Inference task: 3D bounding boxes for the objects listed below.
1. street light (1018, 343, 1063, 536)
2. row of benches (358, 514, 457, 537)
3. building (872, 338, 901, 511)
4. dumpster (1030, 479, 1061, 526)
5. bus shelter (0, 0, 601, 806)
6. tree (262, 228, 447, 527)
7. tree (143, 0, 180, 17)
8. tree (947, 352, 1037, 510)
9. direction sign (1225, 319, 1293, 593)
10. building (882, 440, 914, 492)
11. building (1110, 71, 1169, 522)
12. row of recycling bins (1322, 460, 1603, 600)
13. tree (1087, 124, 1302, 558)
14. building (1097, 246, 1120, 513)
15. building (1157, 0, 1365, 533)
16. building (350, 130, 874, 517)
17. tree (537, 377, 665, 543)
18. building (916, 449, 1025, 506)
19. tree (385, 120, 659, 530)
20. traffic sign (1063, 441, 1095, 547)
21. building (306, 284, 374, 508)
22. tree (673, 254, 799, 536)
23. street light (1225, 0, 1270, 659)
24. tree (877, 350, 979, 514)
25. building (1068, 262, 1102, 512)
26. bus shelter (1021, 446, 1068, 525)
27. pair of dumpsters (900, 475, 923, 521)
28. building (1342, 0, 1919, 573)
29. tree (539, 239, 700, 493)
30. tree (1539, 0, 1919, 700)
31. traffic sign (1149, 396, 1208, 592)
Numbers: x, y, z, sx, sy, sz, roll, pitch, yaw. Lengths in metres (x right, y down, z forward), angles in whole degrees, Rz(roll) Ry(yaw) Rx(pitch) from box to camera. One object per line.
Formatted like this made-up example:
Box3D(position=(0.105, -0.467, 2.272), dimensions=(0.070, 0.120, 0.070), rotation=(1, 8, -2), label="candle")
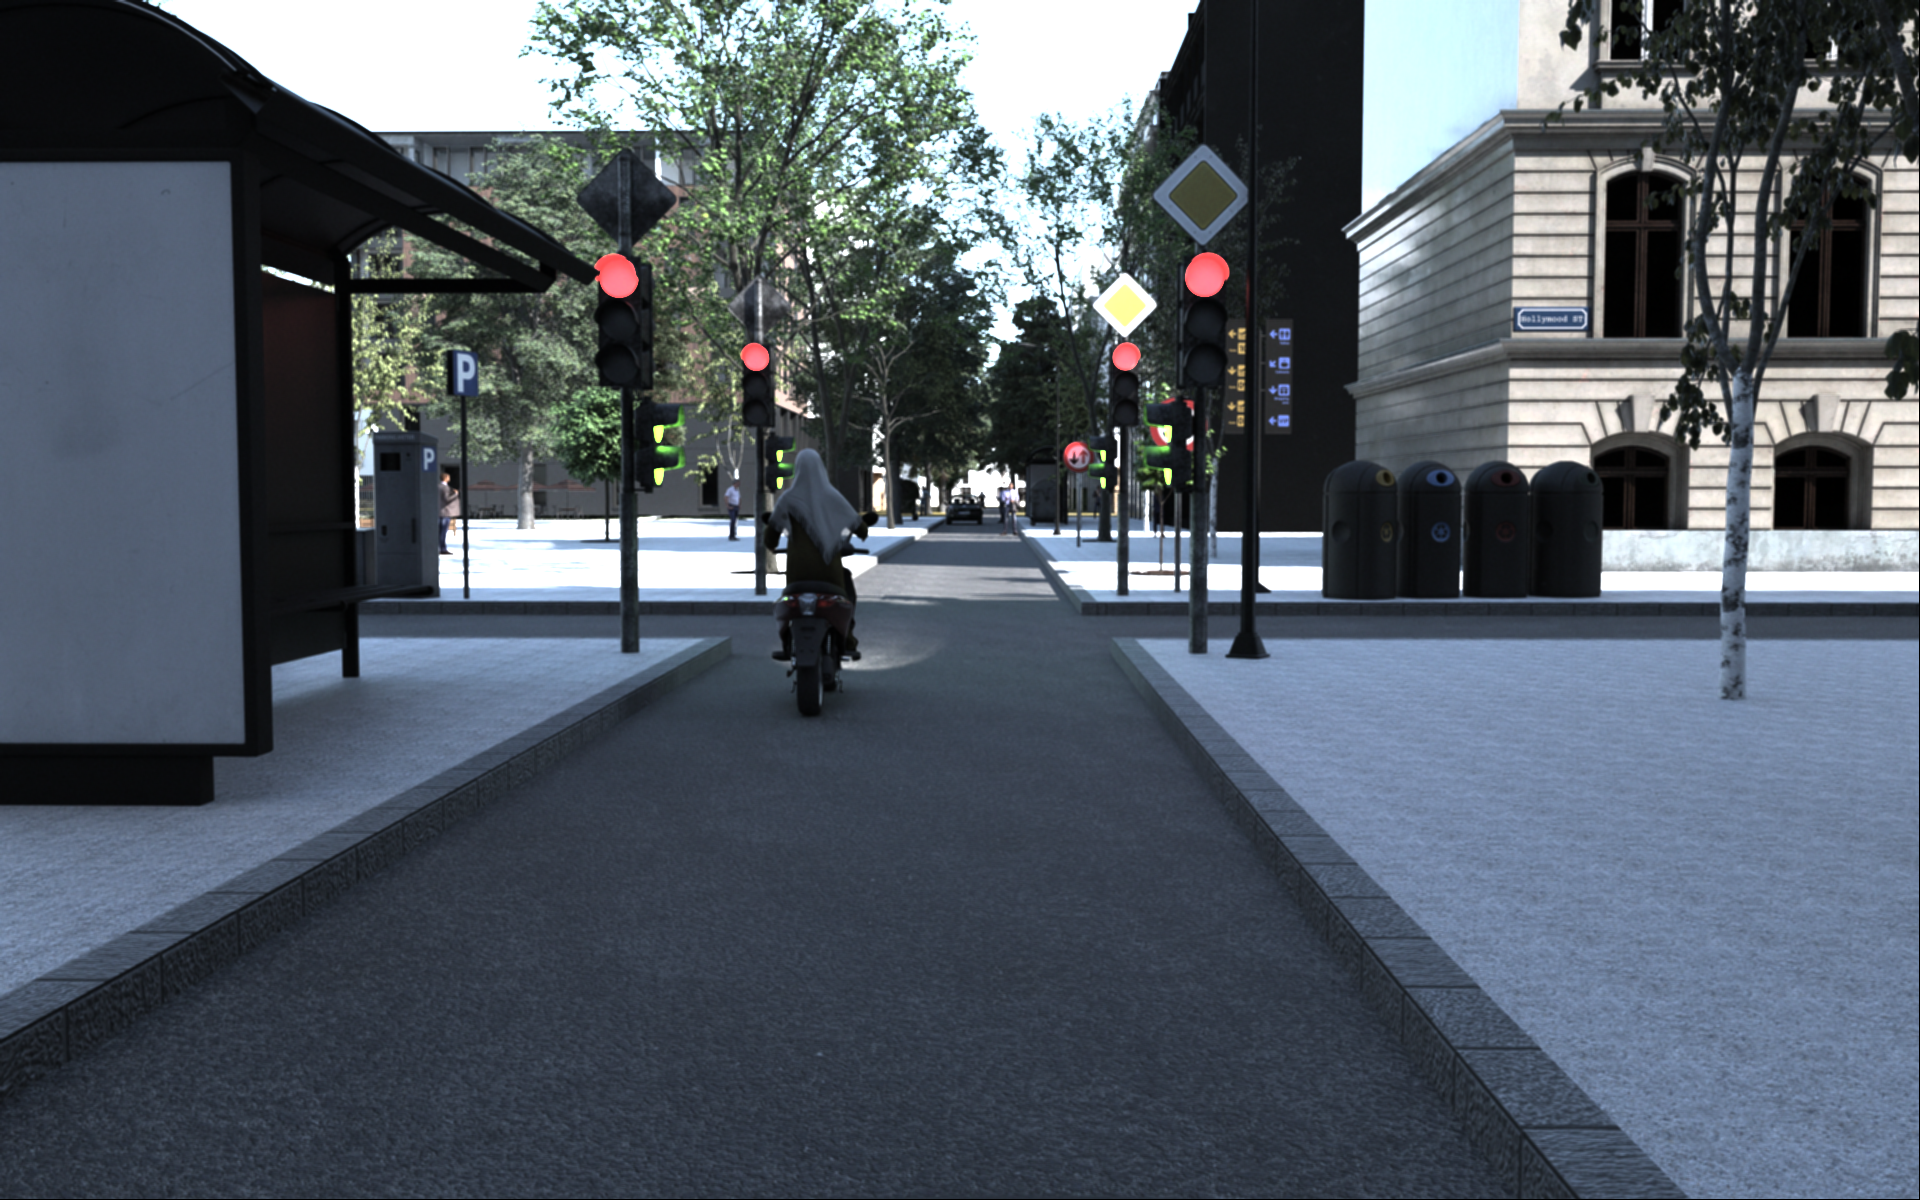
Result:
Box3D(position=(2.470, -4.949, 53.454), dimensions=(1.470, 5.913, 1.316), rotation=(0, 4, 1), label="street light")
Box3D(position=(-17.213, -2.258, 52.384), dimensions=(4.104, 0.672, 1.422), rotation=(1, 4, 16), label="row of benches")
Box3D(position=(-11.346, -18.626, 160.958), dimensions=(11.380, 20.091, 16.016), rotation=(0, 4, 1), label="building")
Box3D(position=(3.434, -3.890, 69.360), dimensions=(1.264, 1.857, 1.865), rotation=(0, 4, 1), label="dumpster")
Box3D(position=(-3.606, -0.959, 9.597), dimensions=(2.014, 3.302, 5.546), rotation=(0, 4, 1), label="bus shelter")
Box3D(position=(-16.192, -5.902, 46.853), dimensions=(4.737, 8.622, 4.395), rotation=(0, 3, 0), label="tree")
Box3D(position=(-17.116, -6.385, 30.150), dimensions=(9.928, 11.665, 9.643), rotation=(0, 3, 0), label="tree")
Box3D(position=(4.092, -14.154, 138.840), dimensions=(7.806, 13.903, 7.818), rotation=(0, 3, 0), label="tree")
Box3D(position=(3.869, -1.866, 22.505), dimensions=(0.876, 3.537, 0.379), rotation=(0, 4, -5), label="direction sign")
Box3D(position=(-18.397, -15.203, 190.719), dimensions=(28.070, 9.664, 9.099), rotation=(0, 4, 1), label="building")
Box3D(position=(14.770, -14.870, 84.930), dimensions=(13.314, 21.916, 24.055), rotation=(0, 4, 1), label="building")
Box3D(position=(6.238, -0.885, 21.579), dimensions=(3.534, 1.692, 1.069), rotation=(-1, 4, -9), label="row of recycling bins")
Box3D(position=(5.034, -5.178, 35.030), dimensions=(4.360, 8.622, 3.978), rotation=(0, 3, 0), label="tree")
Box3D(position=(17.636, -16.069, 119.146), dimensions=(16.016, 20.091, 11.380), rotation=(0, 4, 1), label="building")
Box3D(position=(14.336, -14.378, 64.764), dimensions=(12.332, 23.373, 15.834), rotation=(0, 4, 1), label="building")
Box3D(position=(-20.732, -16.507, 113.869), dimensions=(27.936, 21.610, 32.646), rotation=(0, 4, 1), label="building")
Box3D(position=(-9.539, -3.826, 46.274), dimensions=(4.285, 4.588, 4.351), rotation=(0, 3, 0), label="tree")
Box3D(position=(9.678, -15.206, 190.772), dimensions=(28.070, 9.664, 9.099), rotation=(0, 4, 1), label="building")
Box3D(position=(-15.380, -9.447, 61.113), dimensions=(9.857, 13.997, 8.962), rotation=(0, 3, 0), label="tree")
Box3D(position=(2.872, -2.554, 41.871), dimensions=(0.768, 2.556, 0.104), rotation=(1, 4, 9), label="traffic sign")
Box3D(position=(-56.046, -18.707, 162.281), dimensions=(11.380, 20.091, 16.016), rotation=(0, 4, 1), label="building")
Box3D(position=(-6.969, -6.306, 53.471), dimensions=(4.737, 8.622, 4.395), rotation=(0, 3, 0), label="tree")
Box3D(position=(1.724, -2.503, 13.473), dimensions=(1.470, 5.913, 1.316), rotation=(0, 4, 1), label="street light")
Box3D(position=(-2.043, -11.533, 110.624), dimensions=(6.751, 12.117, 7.091), rotation=(0, 3, 0), label="tree")
Box3D(position=(17.894, -16.766, 140.575), dimensions=(16.747, 18.905, 31.486), rotation=(0, 4, 1), label="building")
Box3D(position=(3.805, -4.969, 75.159), dimensions=(2.014, 3.302, 5.546), rotation=(0, 4, 1), label="bus shelter")
Box3D(position=(-2.665, -5.034, 84.799), dimensions=(1.574, 2.255, 4.436), rotation=(0, 4, 1), label="pair of dumpsters")
Box3D(position=(25.932, -13.052, 32.488), dimensions=(34.723, 24.649, 14.460), rotation=(0, 4, 1), label="building")
Box3D(position=(-14.307, -9.239, 73.109), dimensions=(6.751, 12.117, 7.091), rotation=(0, 3, 0), label="tree")
Box3D(position=(5.082, -3.688, 10.653), dimensions=(4.360, 8.622, 3.978), rotation=(0, 3, 0), label="tree")
Box3D(position=(2.847, -1.376, 22.599), dimensions=(0.768, 2.556, 0.104), rotation=(1, 4, 9), label="traffic sign")
